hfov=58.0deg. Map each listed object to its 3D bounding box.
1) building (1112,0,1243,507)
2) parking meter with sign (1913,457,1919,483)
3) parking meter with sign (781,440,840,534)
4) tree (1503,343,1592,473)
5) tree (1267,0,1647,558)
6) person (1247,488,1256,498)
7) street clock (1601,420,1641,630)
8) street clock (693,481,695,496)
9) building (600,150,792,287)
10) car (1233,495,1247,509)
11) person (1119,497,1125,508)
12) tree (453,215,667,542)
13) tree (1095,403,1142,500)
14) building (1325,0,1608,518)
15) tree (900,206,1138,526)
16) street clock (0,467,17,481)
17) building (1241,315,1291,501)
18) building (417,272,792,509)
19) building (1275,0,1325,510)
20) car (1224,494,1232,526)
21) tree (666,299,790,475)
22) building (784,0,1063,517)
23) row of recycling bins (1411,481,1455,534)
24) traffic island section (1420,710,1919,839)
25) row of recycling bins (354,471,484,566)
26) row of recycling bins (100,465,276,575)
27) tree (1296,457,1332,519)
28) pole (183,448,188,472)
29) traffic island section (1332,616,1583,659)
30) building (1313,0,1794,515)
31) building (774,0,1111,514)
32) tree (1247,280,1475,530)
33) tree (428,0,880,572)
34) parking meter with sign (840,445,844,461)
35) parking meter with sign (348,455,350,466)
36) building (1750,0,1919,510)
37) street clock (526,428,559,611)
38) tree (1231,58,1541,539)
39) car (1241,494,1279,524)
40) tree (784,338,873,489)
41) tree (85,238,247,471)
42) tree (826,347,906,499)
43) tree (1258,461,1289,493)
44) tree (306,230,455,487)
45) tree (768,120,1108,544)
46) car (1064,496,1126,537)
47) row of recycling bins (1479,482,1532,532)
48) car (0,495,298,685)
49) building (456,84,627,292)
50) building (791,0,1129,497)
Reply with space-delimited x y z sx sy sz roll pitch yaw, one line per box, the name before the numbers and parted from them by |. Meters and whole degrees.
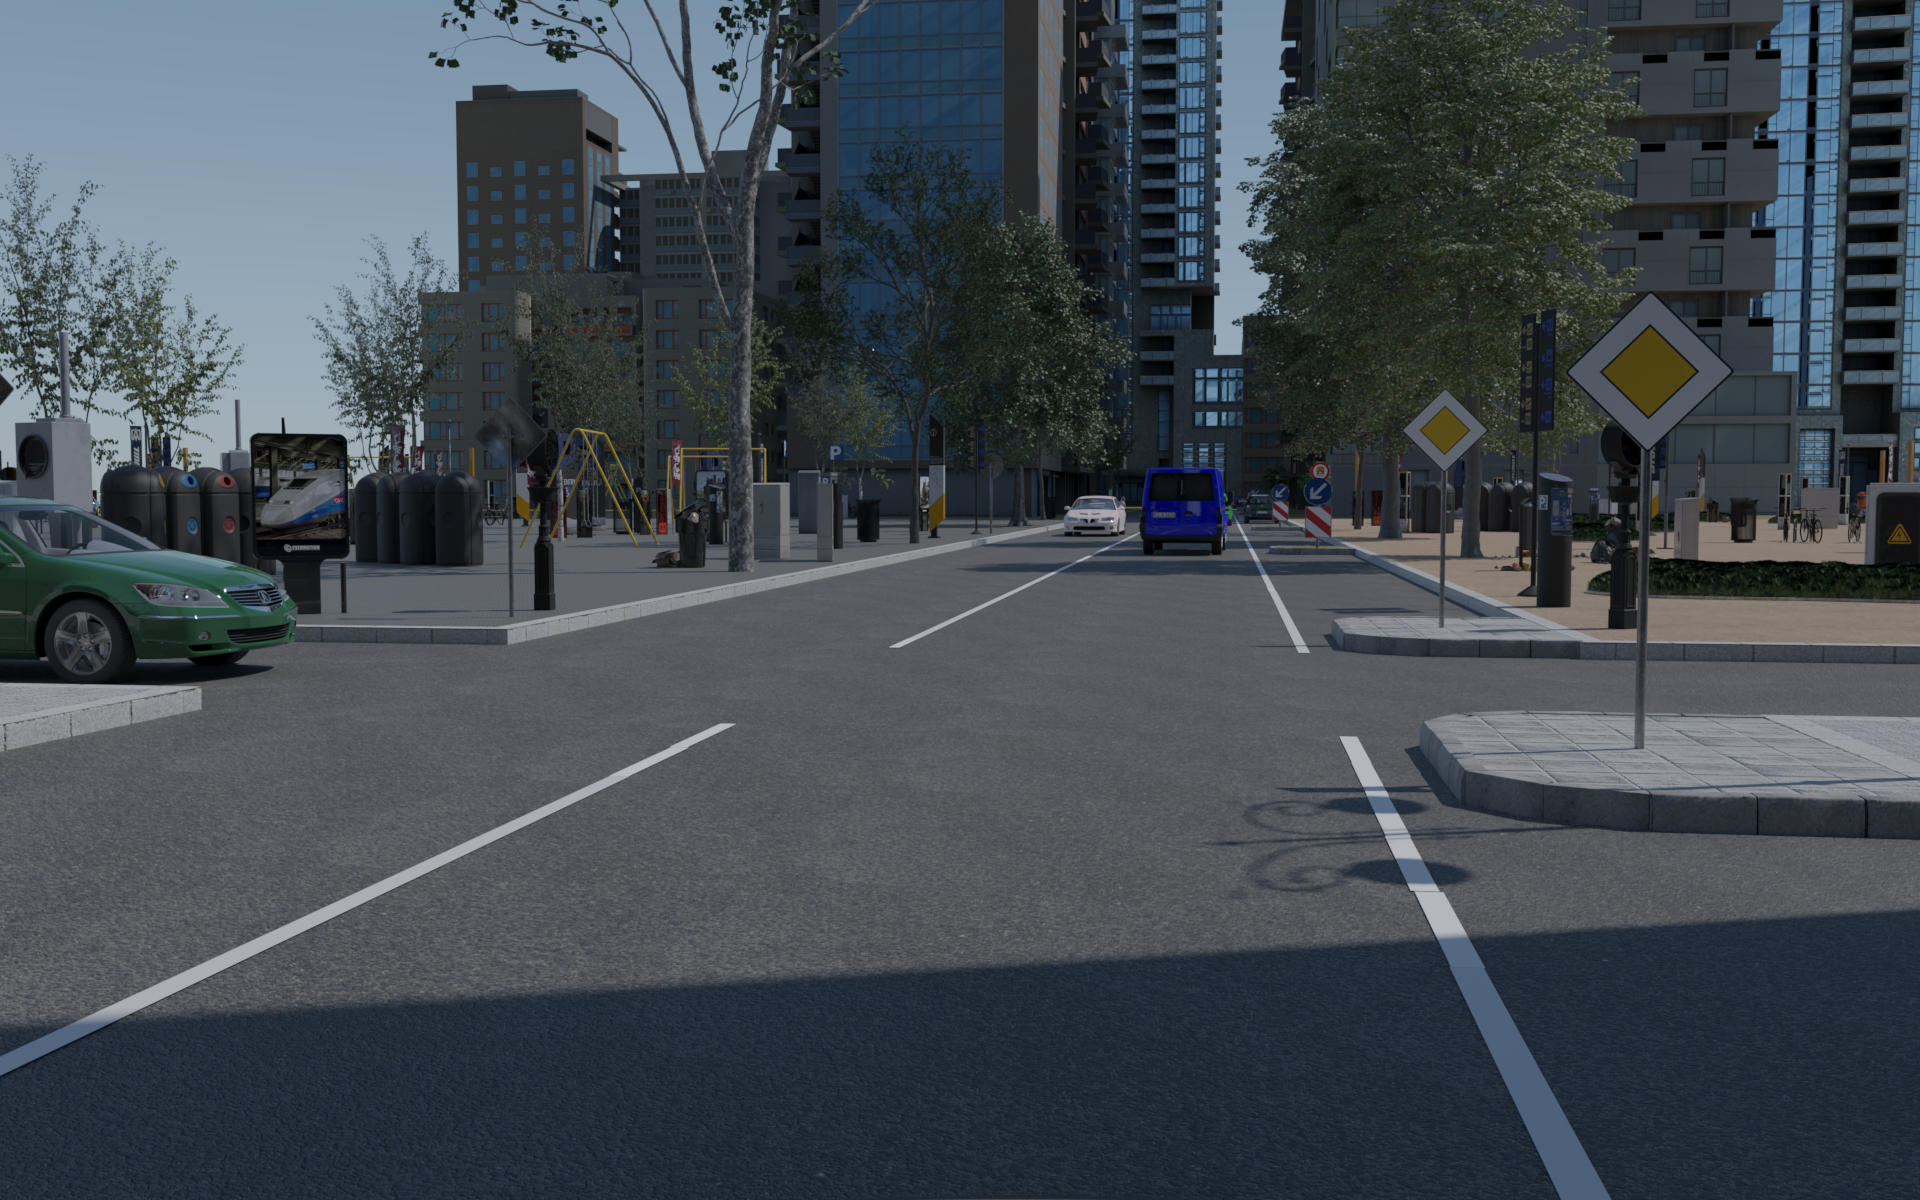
building | 14.930 -53.437 186.364 31.000 86.520 22.319 1 4 9
parking meter with sign | 44.563 -5.166 80.726 1.738 3.016 0.543 -3 4 -37
parking meter with sign | -4.848 -3.644 55.835 1.738 3.016 0.543 0 4 1
tree | 28.181 -8.092 82.672 4.737 8.622 4.395 0 3 0
tree | 9.941 -7.129 34.685 7.486 12.596 7.792 0 3 0
person | 16.137 -5.322 96.049 0.750 1.759 0.617 2 4 30
street clock | 6.318 -0.727 16.457 0.471 2.002 0.358 -2 4 -30
street clock | -14.566 -5.569 95.617 0.358 2.002 0.471 -1 4 -16
building | -25.553 -30.973 198.295 23.993 40.220 32.217 1 4 9
car | 26.854 -9.306 164.733 1.945 1.354 3.894 1 4 8
person | 7.901 -4.425 85.135 0.425 1.301 0.394 -3 4 -36
tree | -10.555 -5.884 46.559 4.360 8.622 3.978 0 3 0
tree | 12.457 -11.582 139.723 4.737 8.622 4.395 0 3 0
building | 28.081 -25.376 98.499 14.154 41.232 14.086 1 4 9
tree | 2.321 -9.328 69.523 9.611 12.733 9.660 0 3 0
street clock | -25.222 -2.537 46.058 0.471 2.002 0.358 0 4 -5
building | 44.996 -20.881 186.442 28.899 21.520 27.650 1 4 9
building | -30.051 -19.269 160.082 28.899 21.520 27.650 1 4 9
building | 38.332 -30.119 147.064 22.147 44.769 28.867 1 4 9
car | 11.526 -4.311 79.276 1.959 1.807 4.718 0 4 7
tree | -8.509 -6.998 64.775 4.737 8.622 4.395 0 3 0
building | -1.554 -27.581 101.068 14.600 45.320 14.200 1 4 9
row of recycling bins | 15.757 -3.108 57.923 1.069 1.692 3.534 0 4 5
traffic island section | 3.445 0.828 8.738 2.009 0.180 2.903 1 4 9
row of recycling bins | -10.029 -1.519 31.946 3.534 1.692 1.069 3 5 41
row of recycling bins | -11.561 -1.154 25.989 1.069 1.692 3.534 1 4 11
tree | 18.237 -5.778 89.068 1.663 3.219 1.824 0 3 0
pole | -33.907 -5.018 75.893 0.158 3.312 0.155 0 3 0
traffic island section | 4.643 0.345 16.633 2.009 0.180 2.903 1 4 9
building | 38.497 -32.357 118.280 28.713 52.752 27.495 1 4 9
building | -0.913 -28.640 122.887 22.147 44.769 28.867 1 4 9
tree | 14.262 -7.814 62.164 8.767 10.594 7.601 1 4 23
tree | -4.047 -10.620 29.523 12.611 20.169 13.585 0 3 0
parking meter with sign | -4.662 -3.969 61.162 0.543 3.016 1.738 1 4 16
parking meter with sign | -27.388 -4.900 76.368 0.543 3.016 1.738 0 4 -4
building | 71.633 -50.941 145.552 31.000 86.520 22.319 1 4 9
street clock | -4.593 -0.889 19.098 0.358 2.002 0.471 0 4 5
tree | 12.385 -8.753 49.771 9.857 13.997 8.962 0 3 0
car | 14.805 -4.595 84.906 2.009 1.686 4.222 1 4 10
tree | -6.249 -7.865 78.948 4.360 8.622 3.978 0 3 0
tree | -23.170 -6.101 50.108 4.737 8.622 4.395 0 3 0
tree | -4.786 -8.225 84.835 4.737 8.622 4.395 0 3 0
tree | 30.435 -11.220 167.165 4.285 4.588 4.351 0 3 0
tree | -15.412 -5.953 47.701 4.360 8.622 3.978 0 3 0
tree | -1.373 -6.722 44.323 8.767 10.594 7.601 2 4 29
car | 4.715 -2.918 60.064 2.083 1.381 4.827 1 4 10
row of recycling bins | 18.943 -3.175 59.028 1.069 1.692 3.534 -3 4 -37
car | -7.834 -0.138 14.047 4.920 1.459 2.131 1 4 10
building | -45.968 -33.173 192.489 14.200 45.320 14.600 1 4 9
building | -0.298 -32.899 157.511 30.456 49.044 23.786 1 4 9
